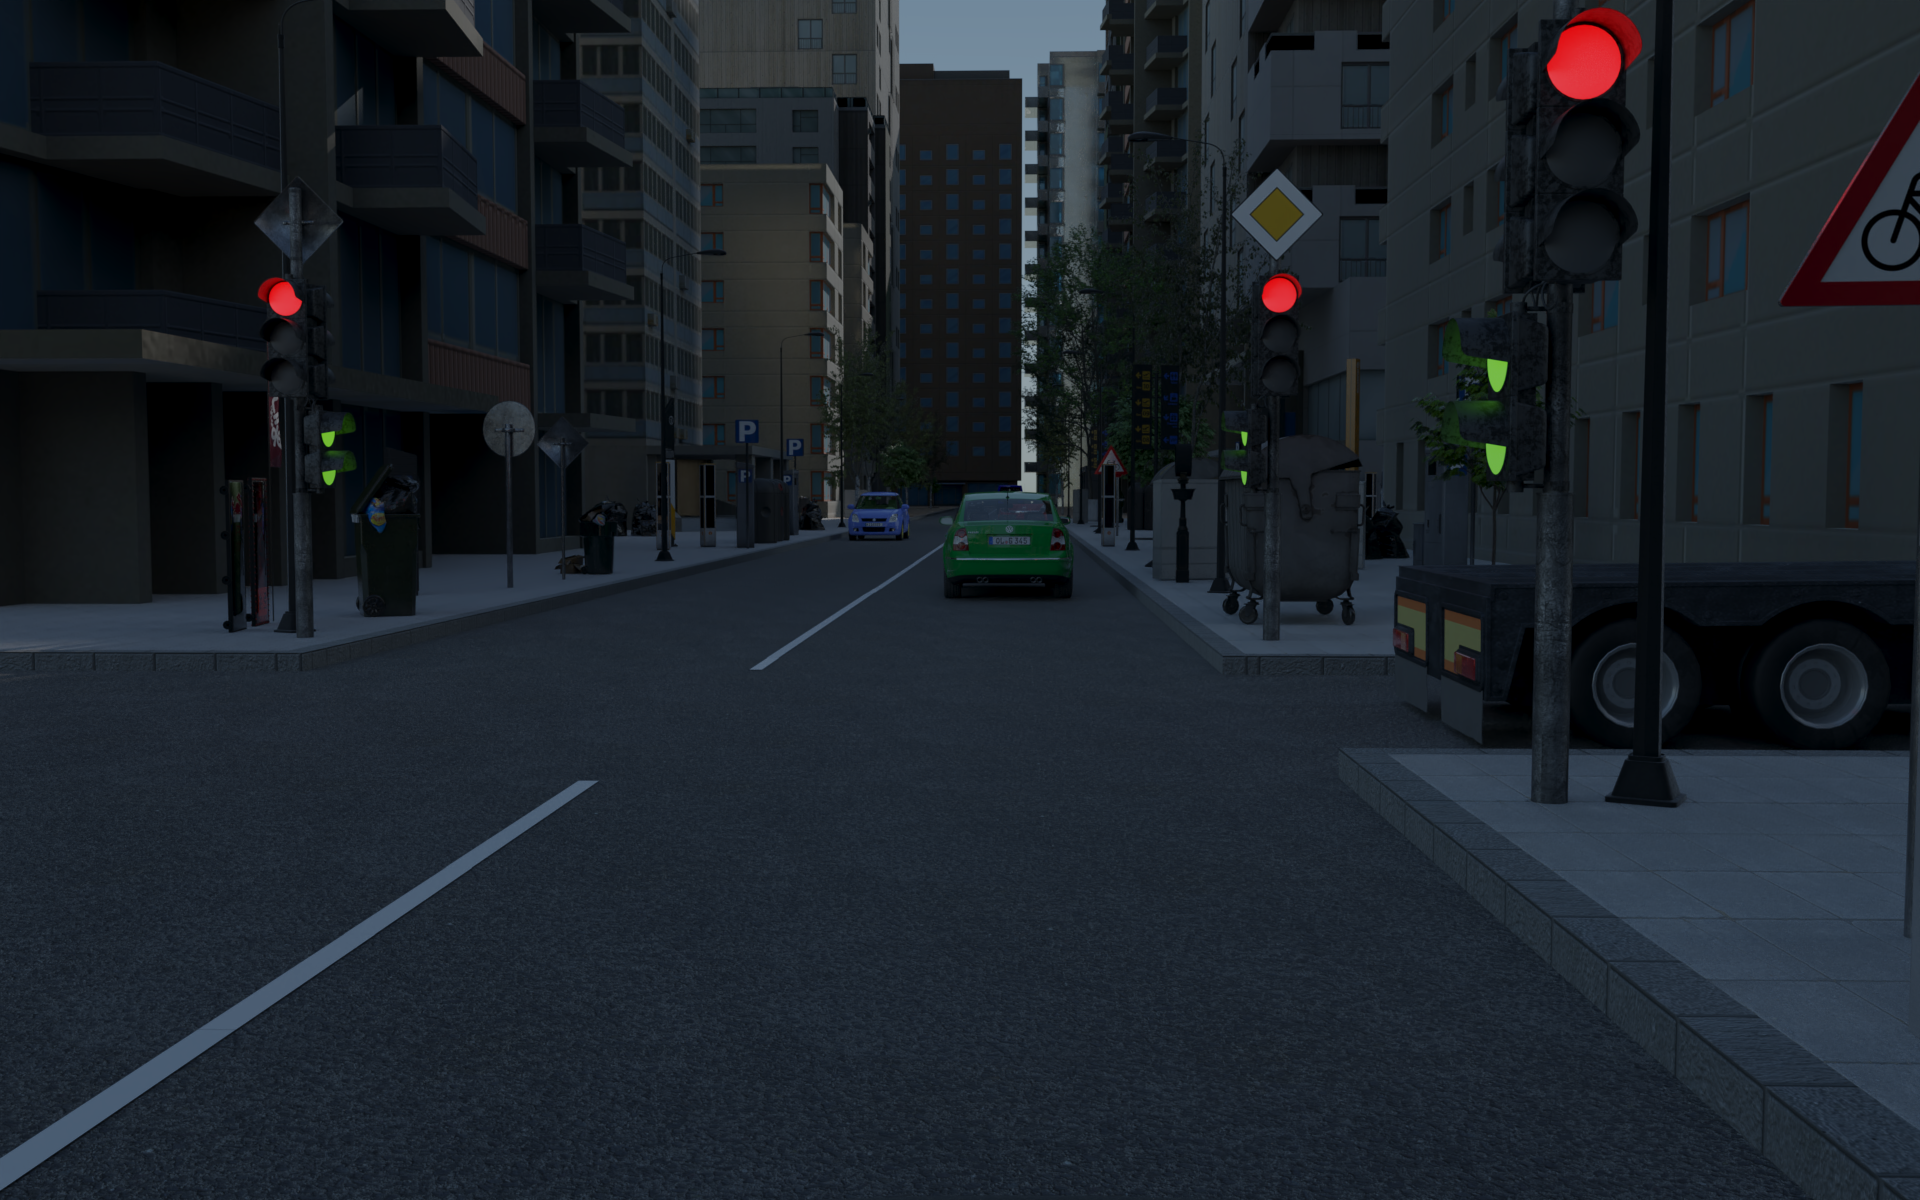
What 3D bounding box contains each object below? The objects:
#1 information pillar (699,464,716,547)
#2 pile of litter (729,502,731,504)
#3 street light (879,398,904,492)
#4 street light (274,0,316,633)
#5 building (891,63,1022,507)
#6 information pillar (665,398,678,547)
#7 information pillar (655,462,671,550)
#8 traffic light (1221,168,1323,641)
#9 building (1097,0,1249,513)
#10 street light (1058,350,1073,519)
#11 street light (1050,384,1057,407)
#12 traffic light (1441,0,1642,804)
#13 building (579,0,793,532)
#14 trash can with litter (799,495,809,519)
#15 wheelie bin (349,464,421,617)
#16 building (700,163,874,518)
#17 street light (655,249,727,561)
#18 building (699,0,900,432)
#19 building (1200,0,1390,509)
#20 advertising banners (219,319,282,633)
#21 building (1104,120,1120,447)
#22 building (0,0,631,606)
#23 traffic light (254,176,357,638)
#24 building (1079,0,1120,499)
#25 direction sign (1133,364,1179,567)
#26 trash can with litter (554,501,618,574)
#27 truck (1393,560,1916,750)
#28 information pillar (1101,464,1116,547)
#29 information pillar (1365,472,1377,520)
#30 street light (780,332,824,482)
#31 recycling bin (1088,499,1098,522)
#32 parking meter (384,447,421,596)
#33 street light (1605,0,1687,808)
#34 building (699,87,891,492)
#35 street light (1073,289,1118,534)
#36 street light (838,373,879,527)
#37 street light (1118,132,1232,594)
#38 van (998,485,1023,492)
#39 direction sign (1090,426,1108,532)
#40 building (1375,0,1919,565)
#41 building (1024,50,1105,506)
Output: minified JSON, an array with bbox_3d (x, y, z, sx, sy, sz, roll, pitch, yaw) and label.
[{"bbox_3d":[-6.100,-2.287,41.883,0.304,2.012,0.304,-2,4,-31],"label":"information pillar"},{"bbox_3d":[-12.105,-4.589,89.000,1.176,0.858,1.719,0,4,-4],"label":"pile of litter"},{"bbox_3d":[-3.383,-6.803,83.774,1.470,5.913,1.316,0,4,2],"label":"street light"},{"bbox_3d":[-5.653,-2.653,15.923,1.470,5.913,1.316,0,4,2],"label":"street light"},{"bbox_3d":[-0.546,-32.635,183.699,14.200,45.320,14.600,0,4,2],"label":"building"},{"bbox_3d":[-7.053,-3.094,41.940,0.183,3.616,0.504,1,4,20],"label":"information pillar"},{"bbox_3d":[-6.773,-2.145,39.555,0.304,2.012,0.304,0,4,-2],"label":"information pillar"},{"bbox_3d":[2.716,-1.601,15.099,0.839,4.253,0.868,0,4,2],"label":"traffic light"},{"bbox_3d":[20.373,-27.989,112.245,22.147,44.769,28.867,0,4,2],"label":"building"},{"bbox_3d":[4.003,-5.108,56.055,1.470,5.913,1.316,0,4,2],"label":"street light"},{"bbox_3d":[4.589,-6.165,73.332,1.470,5.913,1.316,0,4,2],"label":"street light"},{"bbox_3d":[2.443,-1.113,7.119,0.839,4.253,0.868,0,4,2],"label":"traffic light"},{"bbox_3d":[-23.278,-22.904,66.366,32.217,40.220,23.993,0,4,2],"label":"building"},{"bbox_3d":[-8.228,-4.642,86.949,2.233,1.210,1.678,-1,4,-20],"label":"trash can with litter"},{"bbox_3d":[-6.070,-0.639,18.350,0.693,1.594,0.980,-2,4,-25],"label":"wheelie bin"},{"bbox_3d":[-20.299,-15.941,105.671,27.650,21.520,28.899,0,4,2],"label":"building"},{"bbox_3d":[-5.119,-3.696,32.973,1.470,5.913,1.316,0,4,2],"label":"street light"},{"bbox_3d":[-19.030,-34.229,148.884,27.495,52.752,28.713,0,4,2],"label":"building"},{"bbox_3d":[24.775,-29.469,71.049,28.713,52.752,27.495,0,4,2],"label":"building"},{"bbox_3d":[-6.852,-1.264,16.851,0.090,3.025,2.074,0,4,-7],"label":"advertising banners"},{"bbox_3d":[18.112,-22.208,134.797,14.160,30.474,14.107,0,4,2],"label":"building"},{"bbox_3d":[-18.757,-23.062,31.688,22.147,44.769,28.867,0,4,2],"label":"building"},{"bbox_3d":[-5.841,-1.618,15.375,0.839,4.253,0.868,0,4,2],"label":"traffic light"},{"bbox_3d":[21.171,-43.607,151.227,20.563,71.187,20.611,0,4,2],"label":"building"},{"bbox_3d":[3.440,-2.349,30.402,0.876,3.537,0.379,-1,4,-20],"label":"direction sign"},{"bbox_3d":[-6.018,-1.001,27.751,1.055,1.170,0.624,1,4,22],"label":"trash can with litter"},{"bbox_3d":[12.279,-1.248,10.163,18.799,4.110,2.967,0,4,3],"label":"truck"},{"bbox_3d":[3.617,-2.309,42.245,0.304,2.012,0.304,0,4,-5],"label":"information pillar"},{"bbox_3d":[13.997,-3.335,59.019,0.304,2.012,0.304,3,4,36],"label":"information pillar"},{"bbox_3d":[-4.586,-4.723,49.761,1.470,5.913,1.316,0,4,2],"label":"street light"},{"bbox_3d":[6.470,-4.204,81.290,0.722,1.027,0.722,-2,4,-35],"label":"recycling bin"},{"bbox_3d":[-7.023,-0.986,21.828,0.399,1.863,0.255,-2,4,-31],"label":"parking meter"},{"bbox_3d":[2.334,-2.114,7.104,1.470,5.913,1.316,0,4,2],"label":"street light"},{"bbox_3d":[-12.567,-21.707,126.610,14.160,30.474,14.107,0,4,2],"label":"building"},{"bbox_3d":[3.384,-4.082,39.283,1.470,5.913,1.316,0,4,2],"label":"street light"},{"bbox_3d":[-4.008,-5.749,66.534,1.470,5.913,1.316,0,4,2],"label":"street light"},{"bbox_3d":[2.850,-3.047,22.363,1.470,5.913,1.316,0,4,2],"label":"street light"},{"bbox_3d":[3.478,-7.109,120.609,2.240,2.365,5.245,0,4,1],"label":"van"},{"bbox_3d":[4.676,-4.053,58.266,0.876,3.537,0.379,-3,5,-44],"label":"direction sign"},{"bbox_3d":[24.465,-11.245,28.896,28.899,21.520,27.650,0,4,2],"label":"building"},{"bbox_3d":[22.208,-34.721,187.290,30.456,49.044,23.786,0,4,2],"label":"building"}]
